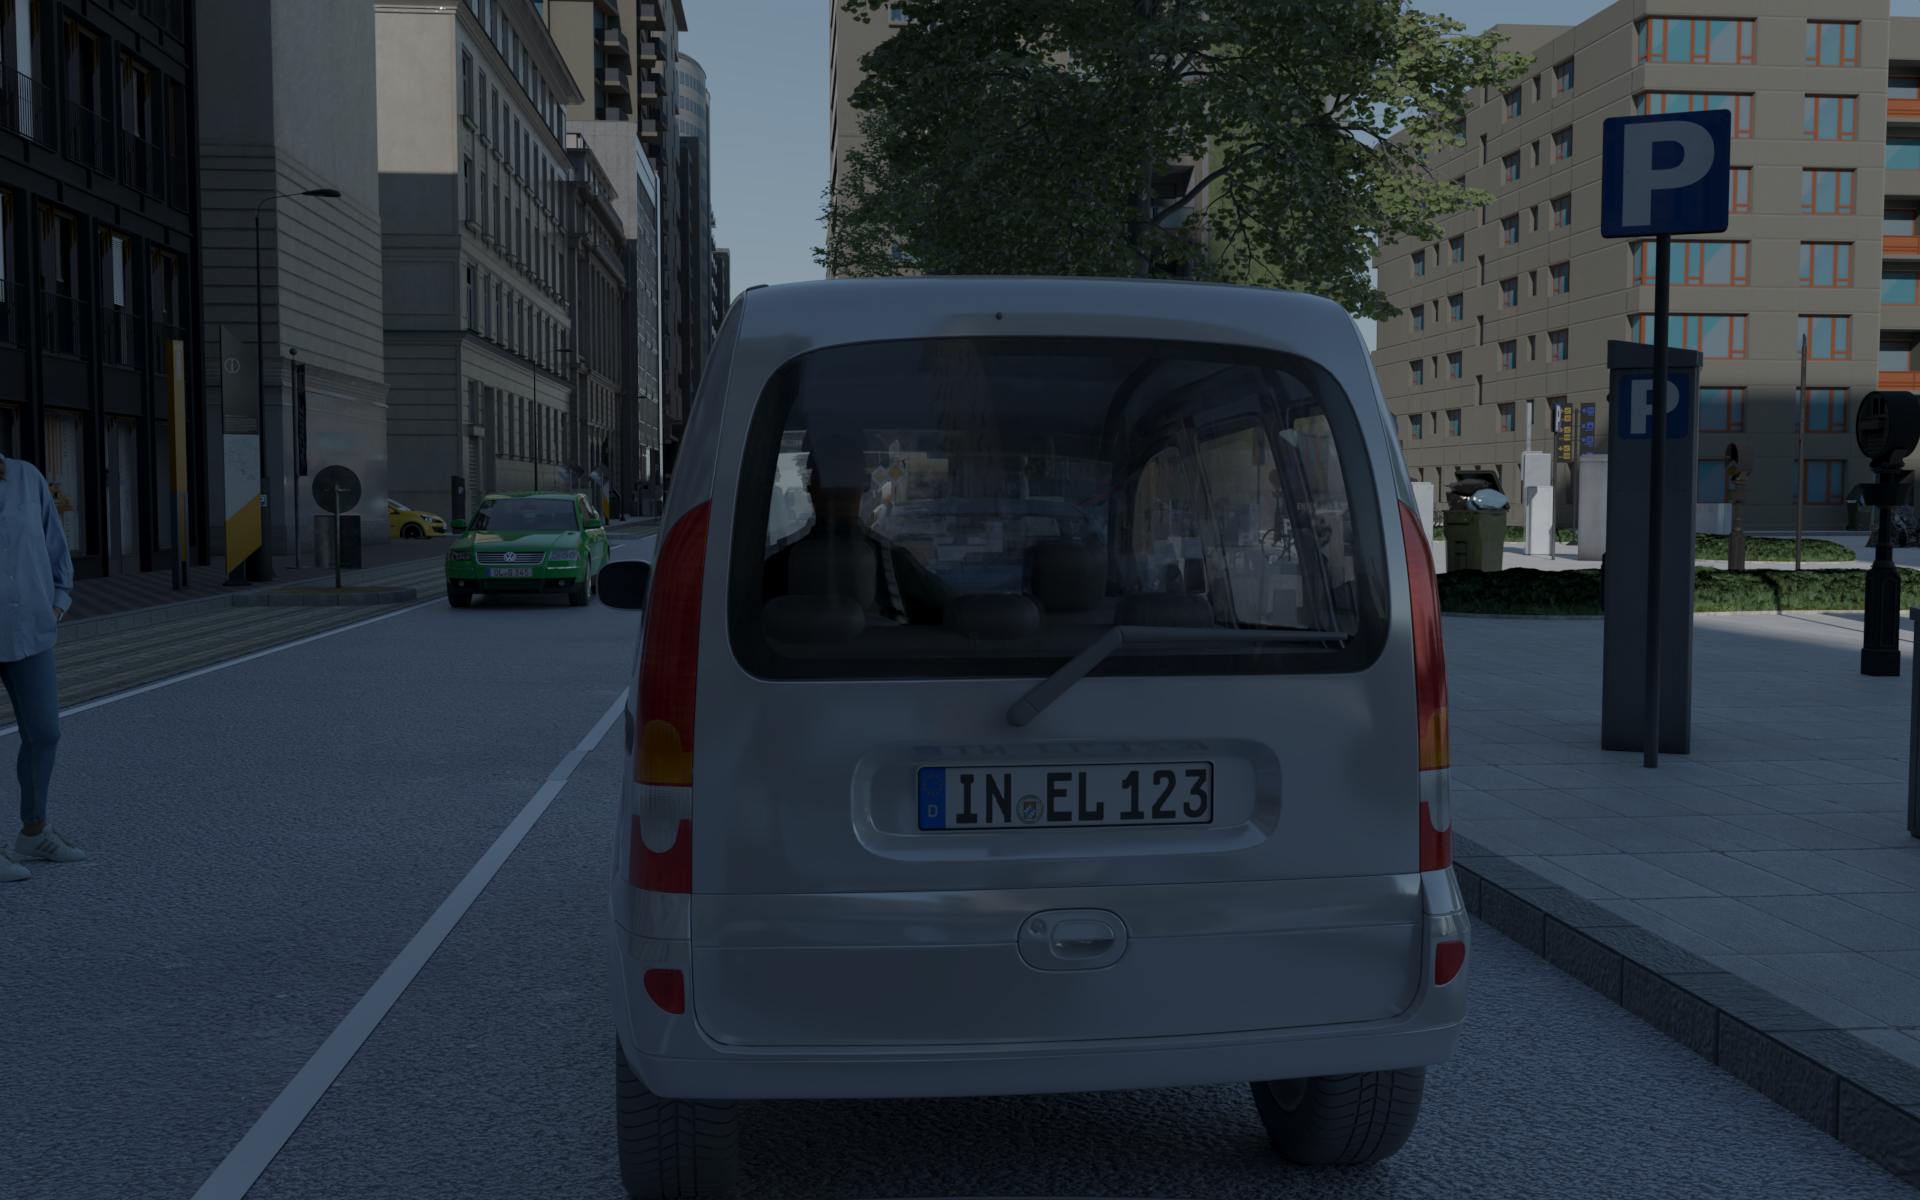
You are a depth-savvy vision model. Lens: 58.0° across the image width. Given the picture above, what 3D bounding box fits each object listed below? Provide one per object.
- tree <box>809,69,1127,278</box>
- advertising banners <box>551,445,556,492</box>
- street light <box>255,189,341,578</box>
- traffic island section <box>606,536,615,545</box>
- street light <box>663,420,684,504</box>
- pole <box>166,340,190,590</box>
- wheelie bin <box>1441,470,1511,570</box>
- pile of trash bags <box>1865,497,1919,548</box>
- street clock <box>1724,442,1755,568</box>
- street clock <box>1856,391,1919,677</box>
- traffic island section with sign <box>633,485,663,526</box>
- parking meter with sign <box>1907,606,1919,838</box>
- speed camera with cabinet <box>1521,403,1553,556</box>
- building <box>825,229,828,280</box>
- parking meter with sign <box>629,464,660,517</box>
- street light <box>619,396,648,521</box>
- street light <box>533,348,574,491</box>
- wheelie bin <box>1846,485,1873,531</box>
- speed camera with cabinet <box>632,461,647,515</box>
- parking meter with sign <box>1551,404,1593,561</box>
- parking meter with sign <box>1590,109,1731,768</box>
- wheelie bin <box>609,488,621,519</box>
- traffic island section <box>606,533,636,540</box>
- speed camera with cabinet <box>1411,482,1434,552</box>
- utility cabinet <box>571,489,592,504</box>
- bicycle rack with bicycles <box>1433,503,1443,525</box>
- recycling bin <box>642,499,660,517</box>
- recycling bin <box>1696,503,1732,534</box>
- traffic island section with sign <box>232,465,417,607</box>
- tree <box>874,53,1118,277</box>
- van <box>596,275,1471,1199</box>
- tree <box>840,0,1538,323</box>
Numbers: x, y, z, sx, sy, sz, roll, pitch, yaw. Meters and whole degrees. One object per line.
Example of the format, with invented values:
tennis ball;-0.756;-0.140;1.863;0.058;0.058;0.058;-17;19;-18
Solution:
tree;0.197;-7.096;41.782;9.928;11.665;9.643;0;3;0
advertising banners;-14.241;-3.947;60.728;0.090;3.025;2.074;-1;4;-9
street light;-10.112;-3.297;26.447;1.470;5.913;1.316;0;4;-6
traffic island section;-10.734;-1.557;47.730;2.009;0.180;2.903;0;4;-6
street light;-18.039;-8.332;108.761;1.470;5.913;1.316;0;4;-6
pole;-10.435;-1.790;23.108;0.158;3.312;0.155;0;3;0
wheelie bin;6.788;-0.910;22.794;0.693;1.594;0.980;-3;4;-36
pile of trash bags;23.581;-1.975;42.037;3.447;1.369;1.912;-3;4;-38
street clock;10.912;-1.207;24.299;0.358;2.002;0.471;0;4;1
street clock;6.513;-0.467;12.199;0.358;2.002;0.471;0;4;1
traffic island section with sign;-13.733;-4.271;78.466;1.989;1.847;2.006;0;4;-6
parking meter with sign;4.419;-0.611;6.244;1.738;3.016;0.543;0;4;-1
speed camera with cabinet;12.340;-2.604;36.915;0.660;3.252;2.038;1;4;15
building;-10.315;-38.042;276.613;22.147;44.769;28.867;0;4;-6
parking meter with sign;-17.981;-6.269;98.763;1.738;3.016;0.543;-3;5;-39
street light;-15.477;-6.701;82.100;1.470;5.913;1.316;0;4;-6
street light;-13.012;-5.063;55.323;1.470;5.913;1.316;0;4;-6
wheelie bin;31.045;-3.172;59.768;0.693;1.594;0.980;0;4;-6
speed camera with cabinet;-19.397;-6.751;104.707;0.660;3.252;2.038;-1;4;-19
parking meter with sign;12.247;-2.257;33.164;1.738;3.016;0.543;2;4;29
parking meter with sign;3.547;-0.767;8.808;0.543;3.016;1.738;1;4;22
wheelie bin;-17.568;-4.897;87.981;0.693;1.594;0.980;-1;4;-9
traffic island section;-11.507;-2.043;55.678;2.009;0.180;2.903;0;4;-6
speed camera with cabinet;5.722;-1.858;24.722;2.038;3.252;0.660;3;5;45
utility cabinet;-15.680;-3.857;71.737;0.318;1.500;1.173;1;4;19
bicycle rack with bicycles;17.748;-3.275;66.927;2.925;0.926;2.852;2;4;30
recycling bin;-17.360;-5.189;97.391;0.722;1.027;0.722;2;4;27
recycling bin;20.319;-2.094;46.793;0.722;1.027;0.722;-2;4;-34
traffic island section with sign;-8.325;-0.875;22.927;1.989;1.847;2.006;0;4;-6
tree;0.851;-4.724;27.603;4.737;8.622;4.395;0;3;0
van;-0.065;0.124;4.976;2.013;2.044;4.112;0;4;-7
tree;2.002;-6.100;17.858;7.486;12.596;7.792;0;3;0
